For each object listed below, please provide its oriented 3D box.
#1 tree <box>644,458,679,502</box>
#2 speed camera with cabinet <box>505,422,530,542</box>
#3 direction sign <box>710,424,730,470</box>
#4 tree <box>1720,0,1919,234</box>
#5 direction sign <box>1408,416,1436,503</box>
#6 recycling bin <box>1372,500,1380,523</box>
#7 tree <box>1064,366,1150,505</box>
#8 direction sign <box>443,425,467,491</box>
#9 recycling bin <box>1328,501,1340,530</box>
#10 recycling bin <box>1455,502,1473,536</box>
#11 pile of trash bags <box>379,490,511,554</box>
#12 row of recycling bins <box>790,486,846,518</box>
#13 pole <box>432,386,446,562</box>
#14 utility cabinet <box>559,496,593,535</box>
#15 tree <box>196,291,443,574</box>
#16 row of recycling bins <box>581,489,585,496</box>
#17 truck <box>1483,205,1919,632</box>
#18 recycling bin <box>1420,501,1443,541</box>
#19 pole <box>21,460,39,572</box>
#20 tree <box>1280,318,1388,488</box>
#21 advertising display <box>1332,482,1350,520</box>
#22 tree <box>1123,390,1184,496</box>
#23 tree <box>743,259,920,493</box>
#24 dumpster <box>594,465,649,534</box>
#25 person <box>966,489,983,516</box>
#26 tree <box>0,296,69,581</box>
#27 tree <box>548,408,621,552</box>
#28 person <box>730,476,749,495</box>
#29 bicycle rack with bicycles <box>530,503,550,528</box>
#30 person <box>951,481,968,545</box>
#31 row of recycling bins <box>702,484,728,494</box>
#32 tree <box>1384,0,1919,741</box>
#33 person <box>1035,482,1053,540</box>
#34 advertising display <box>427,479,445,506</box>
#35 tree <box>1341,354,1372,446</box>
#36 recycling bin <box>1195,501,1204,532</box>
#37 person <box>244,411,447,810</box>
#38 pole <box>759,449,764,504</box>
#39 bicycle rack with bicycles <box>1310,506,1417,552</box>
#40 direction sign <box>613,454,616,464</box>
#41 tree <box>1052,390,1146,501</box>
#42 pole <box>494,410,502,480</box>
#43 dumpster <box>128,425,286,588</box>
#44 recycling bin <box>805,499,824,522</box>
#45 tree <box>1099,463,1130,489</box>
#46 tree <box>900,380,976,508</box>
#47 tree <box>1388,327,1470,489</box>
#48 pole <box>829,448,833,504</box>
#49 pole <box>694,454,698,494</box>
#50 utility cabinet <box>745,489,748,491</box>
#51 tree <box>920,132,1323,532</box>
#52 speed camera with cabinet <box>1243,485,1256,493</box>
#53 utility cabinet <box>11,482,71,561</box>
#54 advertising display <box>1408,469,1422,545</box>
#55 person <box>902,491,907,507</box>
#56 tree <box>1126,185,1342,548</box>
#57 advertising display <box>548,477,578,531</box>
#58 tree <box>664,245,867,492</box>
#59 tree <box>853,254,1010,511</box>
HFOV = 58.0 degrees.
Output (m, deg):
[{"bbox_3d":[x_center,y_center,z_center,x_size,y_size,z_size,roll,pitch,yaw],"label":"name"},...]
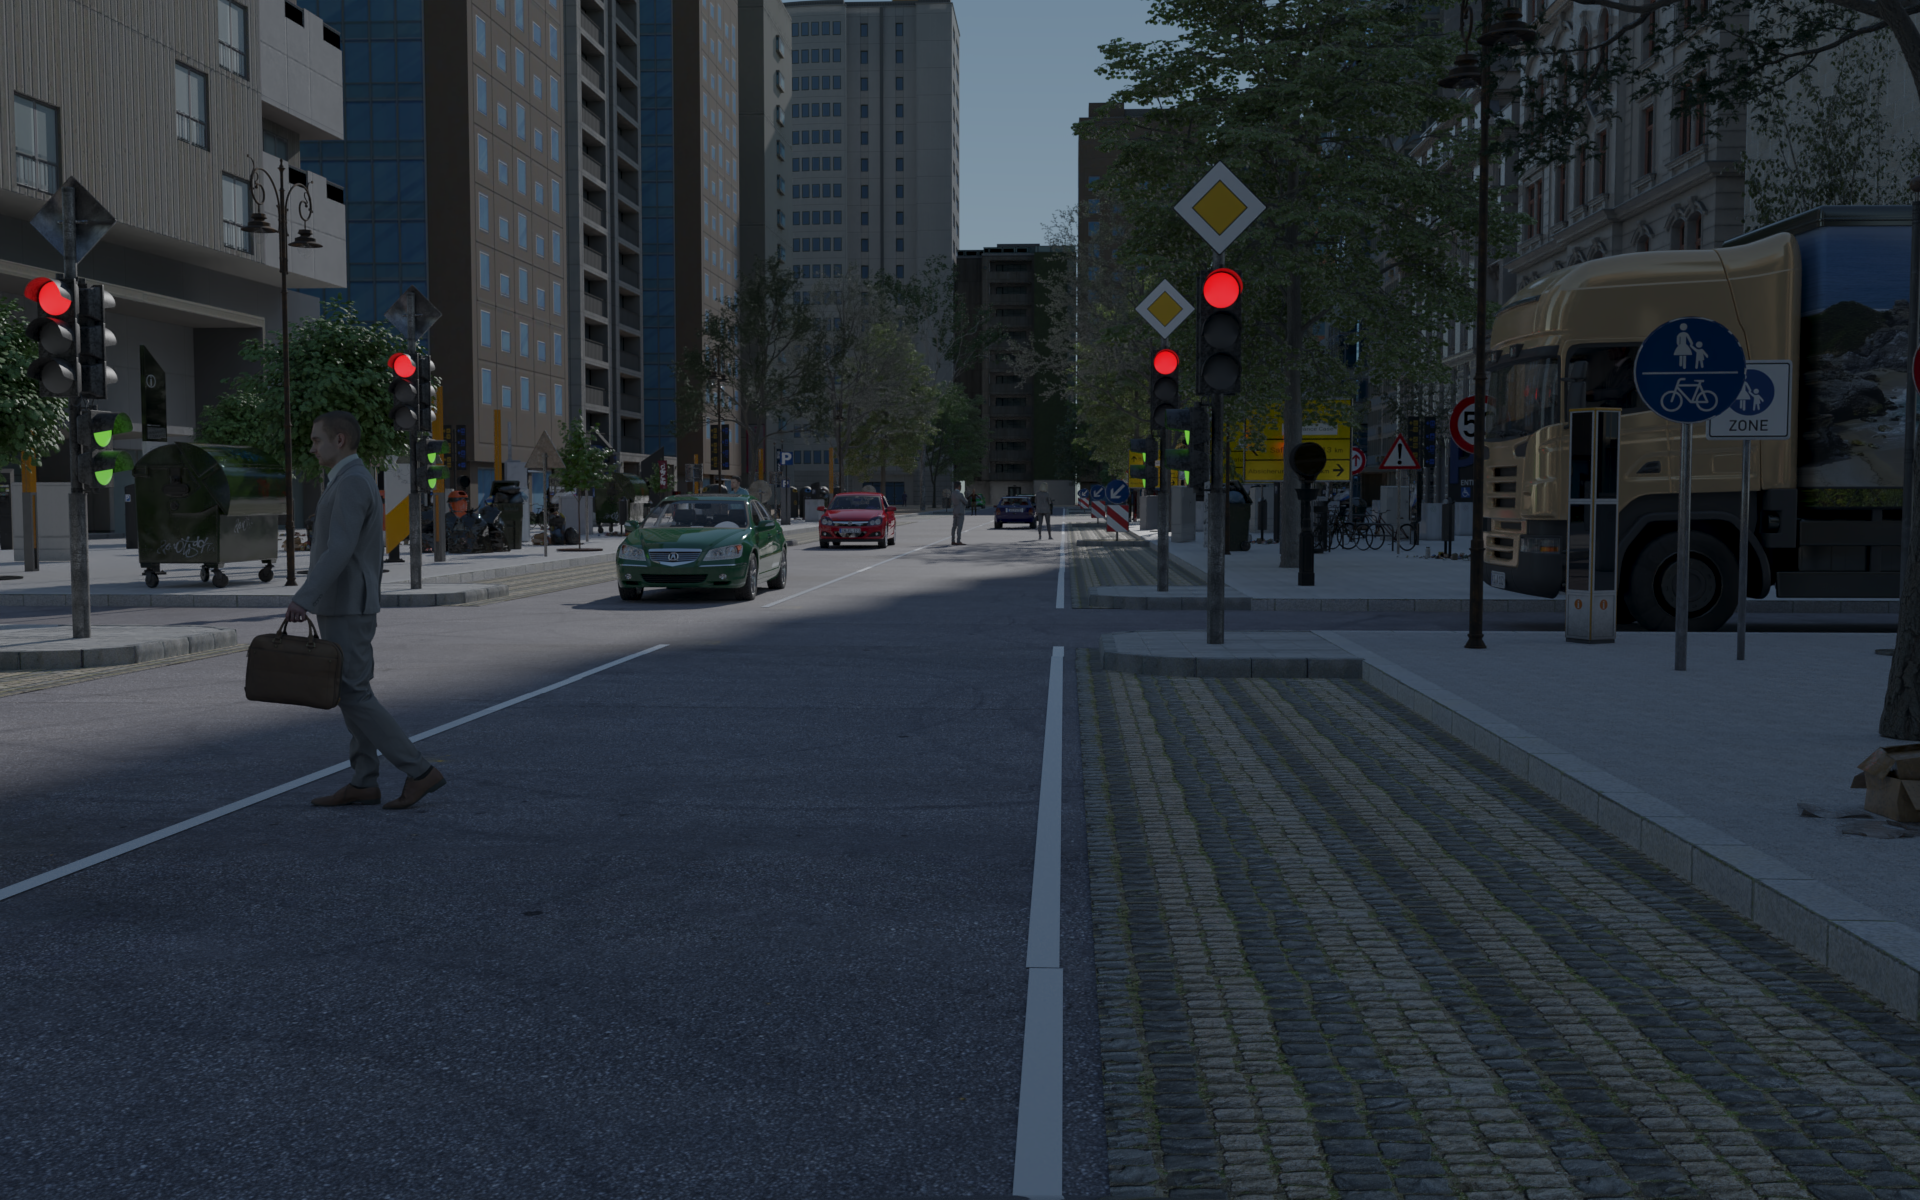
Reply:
[{"bbox_3d":[-15.843,-5.939,91.711,1.663,3.219,1.824,0,3,0],"label":"tree"},{"bbox_3d":[-11.962,-3.211,46.831,0.660,3.252,2.038,-1,4,-15],"label":"speed camera with cabinet"},{"bbox_3d":[-7.807,-3.937,56.371,0.876,3.537,0.379,3,5,40],"label":"direction sign"},{"bbox_3d":[12.809,-4.554,24.826,4.360,8.622,3.978,0,3,0],"label":"tree"},{"bbox_3d":[13.466,-3.583,50.584,0.876,3.537,0.379,-1,4,-14],"label":"direction sign"},{"bbox_3d":[17.738,-3.673,72.600,0.722,1.027,0.722,0,4,-8],"label":"recycling bin"},{"bbox_3d":[11.591,-12.540,130.778,9.928,11.665,9.643,0,3,0],"label":"tree"},{"bbox_3d":[-16.558,-3.962,56.776,0.876,3.537,0.379,1,4,17],"label":"direction sign"},{"bbox_3d":[13.053,-2.998,61.573,0.722,1.027,0.722,0,4,-3],"label":"recycling bin"},{"bbox_3d":[15.679,-2.503,53.484,0.722,1.027,0.722,0,4,-1],"label":"recycling bin"},{"bbox_3d":[-11.659,-1.755,38.440,3.447,1.369,1.912,2,4,24],"label":"pile of trash bags"},{"bbox_3d":[-7.945,-5.332,94.287,3.534,1.692,1.069,-1,4,-19],"label":"row of recycling bins"},{"bbox_3d":[-9.867,-2.380,32.761,0.158,3.312,0.155,0,3,0],"label":"pole"},{"bbox_3d":[-12.096,-2.653,54.541,1.020,1.237,0.306,-2,4,-30],"label":"utility cabinet"},{"bbox_3d":[-10.143,-2.715,28.111,4.285,4.588,4.351,0,3,0],"label":"tree"},{"bbox_3d":[-16.222,-4.447,79.828,1.069,1.692,3.534,1,4,22],"label":"row of recycling bins"},{"bbox_3d":[10.628,-1.778,17.980,11.283,4.237,2.839,0,4,2],"label":"truck"},{"bbox_3d":[13.145,-2.175,48.109,0.722,1.027,0.722,-1,4,-12],"label":"recycling bin"},{"bbox_3d":[-15.397,-2.128,28.635,0.158,3.312,0.155,0,3,0],"label":"pole"},{"bbox_3d":[14.759,-7.397,71.297,4.360,8.622,3.978,0,3,0],"label":"tree"},{"bbox_3d":[18.633,-4.847,84.467,0.974,1.923,0.123,0,4,6],"label":"advertising display"},{"bbox_3d":[10.847,-9.203,100.833,4.360,8.622,3.978,0,3,0],"label":"tree"},{"bbox_3d":[-6.227,-11.055,91.112,12.009,13.543,11.850,0,3,0],"label":"tree"},{"bbox_3d":[-11.200,-3.335,57.026,1.502,2.255,1.985,0,4,3],"label":"dumpster"},{"bbox_3d":[0.903,-6.470,114.798,1.217,1.766,0.721,1,4,12],"label":"person"},{"bbox_3d":[-14.903,-2.582,25.936,4.285,4.588,4.351,0,3,0],"label":"tree"},{"bbox_3d":[-8.516,-2.703,38.790,1.663,3.219,1.824,0,3,0],"label":"tree"},{"bbox_3d":[-4.607,-1.724,36.715,0.660,1.820,0.620,3,4,36],"label":"person"},{"bbox_3d":[-16.266,-3.202,65.737,2.852,0.926,2.925,-3,5,-43],"label":"bicycle rack with bicycles"},{"bbox_3d":[0.002,-2.446,48.665,0.511,1.800,0.466,3,5,42],"label":"person"},{"bbox_3d":[-10.176,-3.979,72.174,1.069,1.692,3.534,-1,4,-12],"label":"row of recycling bins"},{"bbox_3d":[4.929,-4.528,8.451,8.767,10.594,7.601,0,4,8],"label":"tree"},{"bbox_3d":[2.628,-2.805,54.544,0.537,1.800,0.526,2,4,34],"label":"person"},{"bbox_3d":[-19.038,-3.532,62.963,0.123,1.923,0.974,1,4,16],"label":"advertising display"},{"bbox_3d":[18.829,-8.444,88.414,4.737,8.622,4.395,0,3,0],"label":"tree"},{"bbox_3d":[8.371,-2.872,59.510,0.722,1.027,0.722,0,4,6],"label":"recycling bin"},{"bbox_3d":[-2.808,0.043,7.918,0.853,1.813,0.709,-1,4,-19],"label":"person"},{"bbox_3d":[-8.930,-5.132,77.757,0.158,3.312,0.155,0,3,0],"label":"pole"},{"bbox_3d":[8.591,-1.596,39.473,2.852,0.926,2.925,-2,4,-25],"label":"bicycle rack with bicycles"},{"bbox_3d":[-19.682,-6.497,98.217,0.379,3.537,0.876,1,4,14],"label":"direction sign"},{"bbox_3d":[13.370,-15.261,166.531,9.611,12.733,9.660,0,3,0],"label":"tree"},{"bbox_3d":[-11.167,-2.938,41.881,0.158,3.312,0.155,0,3,0],"label":"pole"},{"bbox_3d":[-10.529,-1.335,24.323,1.502,2.255,1.985,0,4,3],"label":"dumpster"},{"bbox_3d":[-6.765,-4.161,80.581,0.722,1.027,0.722,1,4,15],"label":"recycling bin"},{"bbox_3d":[13.716,-10.167,149.949,4.285,4.588,4.351,0,3,0],"label":"tree"},{"bbox_3d":[-2.414,-14.221,158.262,9.928,11.665,9.643,0,3,0],"label":"tree"},{"bbox_3d":[19.945,-7.666,75.695,4.360,8.622,3.978,0,3,0],"label":"tree"},{"bbox_3d":[-5.669,-5.041,76.258,0.158,3.312,0.155,0,3,0],"label":"pole"},{"bbox_3d":[-13.536,-5.814,88.899,0.158,3.312,0.155,0,3,0],"label":"pole"},{"bbox_3d":[-9.440,-4.163,76.736,0.318,1.500,1.173,1,4,23],"label":"utility cabinet"},{"bbox_3d":[7.063,-9.045,58.263,12.009,13.543,11.850,0,3,0],"label":"tree"},{"bbox_3d":[12.498,-4.952,75.305,0.660,3.252,2.038,1,4,23],"label":"speed camera with cabinet"},{"bbox_3d":[-17.222,-1.471,32.737,1.173,1.500,0.318,0,4,-5],"label":"utility cabinet"},{"bbox_3d":[11.498,-2.358,43.769,0.123,1.923,0.974,0,4,3],"label":"advertising display"},{"bbox_3d":[-5.765,-10.461,180.464,0.541,1.710,0.530,1,4,15],"label":"person"},{"bbox_3d":[6.156,-5.560,41.276,4.737,8.622,4.395,0,3,0],"label":"tree"},{"bbox_3d":[-13.690,-3.337,59.769,0.974,1.923,0.123,-1,4,-10],"label":"advertising display"},{"bbox_3d":[-7.667,-7.984,64.958,7.601,10.594,8.767,2,4,25],"label":"tree"},{"bbox_3d":[-1.647,-17.058,134.780,12.611,20.169,13.585,0,3,0],"label":"tree"}]
